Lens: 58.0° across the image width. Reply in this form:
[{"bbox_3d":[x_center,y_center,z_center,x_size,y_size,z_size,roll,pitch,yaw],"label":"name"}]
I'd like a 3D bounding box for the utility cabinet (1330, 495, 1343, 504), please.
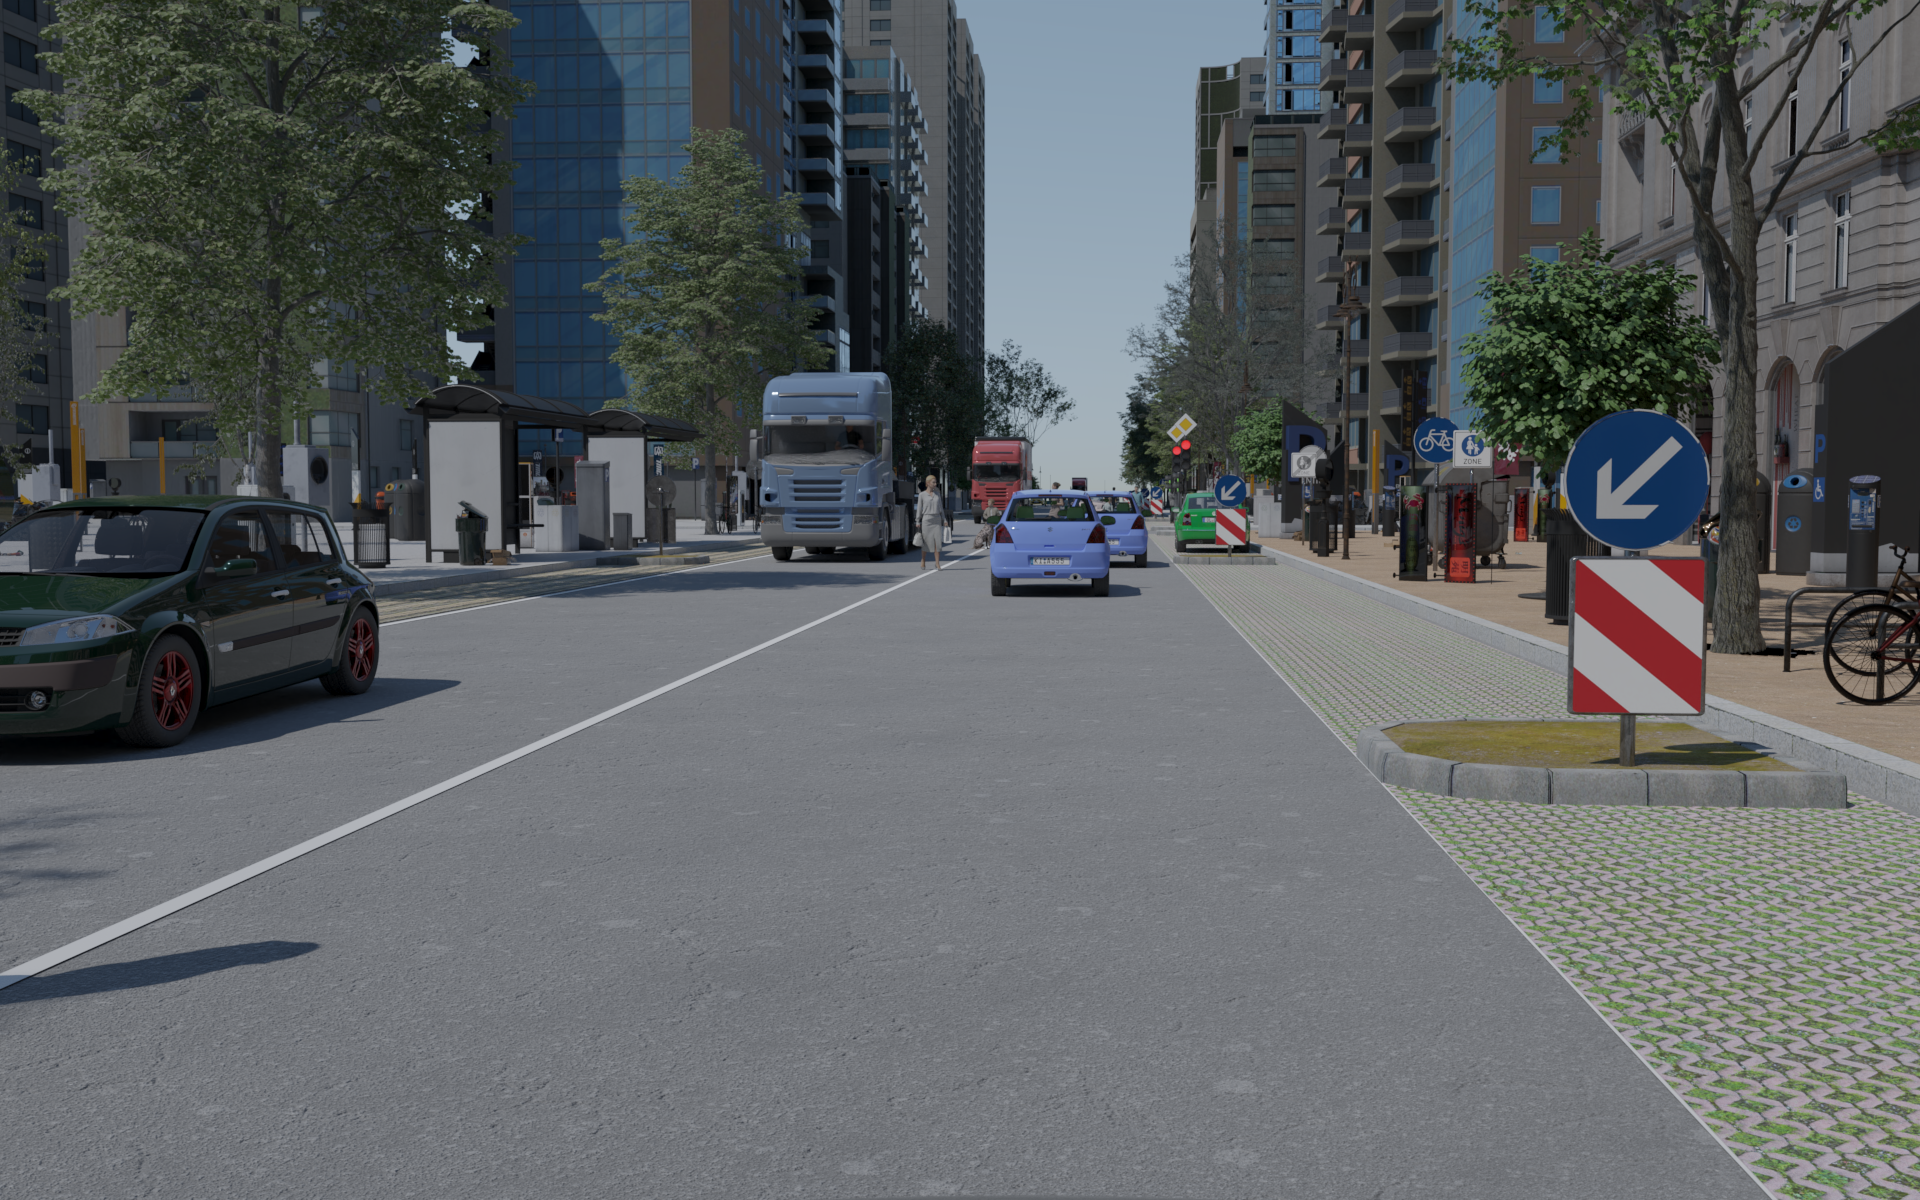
[{"bbox_3d":[17.910,-4.421,83.439,1.020,1.237,0.306,-1,4,-15],"label":"utility cabinet"}]

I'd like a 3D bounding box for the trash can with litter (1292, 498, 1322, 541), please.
[{"bbox_3d":[9.396,-2.184,47.103,0.624,1.170,1.055,-2,4,-24],"label":"trash can with litter"}]

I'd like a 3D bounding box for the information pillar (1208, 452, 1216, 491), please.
[{"bbox_3d":[13.799,-6.343,95.061,0.504,3.616,0.183,-1,4,-22],"label":"information pillar"}]

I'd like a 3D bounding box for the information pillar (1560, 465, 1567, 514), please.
[{"bbox_3d":[24.469,-4.796,69.774,0.504,3.616,0.183,2,4,30],"label":"information pillar"}]

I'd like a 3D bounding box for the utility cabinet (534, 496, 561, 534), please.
[{"bbox_3d":[-13.468,-2.766,56.390,0.306,1.237,1.020,2,4,30],"label":"utility cabinet"}]

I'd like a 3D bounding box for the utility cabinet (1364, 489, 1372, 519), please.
[{"bbox_3d":[18.774,-4.344,79.711,0.318,1.500,1.173,1,4,8],"label":"utility cabinet"}]

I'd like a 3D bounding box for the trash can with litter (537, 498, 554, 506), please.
[{"bbox_3d":[-11.606,-2.312,49.191,0.624,1.170,1.055,-2,4,-35],"label":"trash can with litter"}]

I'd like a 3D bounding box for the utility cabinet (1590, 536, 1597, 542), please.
[{"bbox_3d":[17.074,-2.180,46.804,0.306,1.237,1.020,3,5,42],"label":"utility cabinet"}]

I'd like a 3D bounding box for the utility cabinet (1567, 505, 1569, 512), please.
[{"bbox_3d":[19.554,-2.642,54.351,0.306,1.237,1.020,-3,4,-37],"label":"utility cabinet"}]

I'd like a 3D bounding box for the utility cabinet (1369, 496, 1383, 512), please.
[{"bbox_3d":[18.066,-3.871,74.452,1.020,1.237,0.306,-2,4,-29],"label":"utility cabinet"}]

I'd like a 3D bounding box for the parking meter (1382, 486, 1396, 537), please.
[{"bbox_3d":[12.934,-2.680,52.228,0.372,1.533,0.369,0,3,0],"label":"parking meter"}]

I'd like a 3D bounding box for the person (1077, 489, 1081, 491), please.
[{"bbox_3d":[9.293,-7.743,135.075,0.580,1.828,0.573,3,5,42],"label":"person"}]

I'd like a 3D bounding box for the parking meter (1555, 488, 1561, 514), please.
[{"bbox_3d":[24.444,-3.800,70.535,0.372,1.533,0.369,0,3,0],"label":"parking meter"}]

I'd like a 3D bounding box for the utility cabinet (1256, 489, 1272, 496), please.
[{"bbox_3d":[12.951,-3.980,73.750,0.318,1.500,1.173,2,4,28],"label":"utility cabinet"}]

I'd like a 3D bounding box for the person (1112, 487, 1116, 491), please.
[{"bbox_3d":[9.100,-5.795,103.028,0.659,1.850,0.755,2,4,33],"label":"person"}]

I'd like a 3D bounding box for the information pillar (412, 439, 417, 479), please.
[{"bbox_3d":[-23.184,-5.036,73.689,0.183,3.616,0.504,-2,4,-32],"label":"information pillar"}]

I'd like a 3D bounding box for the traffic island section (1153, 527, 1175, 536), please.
[{"bbox_3d":[7.849,-2.325,60.295,2.009,0.180,2.903,0,4,5],"label":"traffic island section"}]

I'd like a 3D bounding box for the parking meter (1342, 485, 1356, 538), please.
[{"bbox_3d":[11.290,-2.560,50.261,0.372,1.533,0.369,0,3,0],"label":"parking meter"}]

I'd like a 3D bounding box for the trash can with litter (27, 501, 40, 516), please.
[{"bbox_3d":[-19.864,-1.522,35.949,2.233,1.210,1.678,-3,5,-40],"label":"trash can with litter"}]

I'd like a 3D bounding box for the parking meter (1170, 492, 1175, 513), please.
[{"bbox_3d":[14.625,-6.777,119.222,0.372,1.533,0.369,0,3,0],"label":"parking meter"}]

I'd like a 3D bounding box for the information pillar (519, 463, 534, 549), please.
[{"bbox_3d":[-10.192,-2.213,40.680,0.304,2.012,0.304,0,4,-1],"label":"information pillar"}]

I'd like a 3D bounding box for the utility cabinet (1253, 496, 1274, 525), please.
[{"bbox_3d":[12.615,-3.679,71.317,1.020,1.237,0.306,1,4,15],"label":"utility cabinet"}]

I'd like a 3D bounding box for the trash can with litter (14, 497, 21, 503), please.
[{"bbox_3d":[-41.863,-3.992,76.654,1.055,1.170,0.624,1,4,21],"label":"trash can with litter"}]

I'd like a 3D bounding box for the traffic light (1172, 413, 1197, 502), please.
[{"bbox_3d":[7.810,-4.359,60.184,0.839,4.253,0.868,0,4,5],"label":"traffic light"}]

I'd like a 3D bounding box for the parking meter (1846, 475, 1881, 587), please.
[{"bbox_3d":[11.790,-0.868,22.606,0.372,1.533,0.369,0,3,0],"label":"parking meter"}]

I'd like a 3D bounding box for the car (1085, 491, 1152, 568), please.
[{"bbox_3d":[2.924,-1.554,35.006,1.945,1.707,3.694,0,4,5],"label":"car"}]

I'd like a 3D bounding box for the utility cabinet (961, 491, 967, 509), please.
[{"bbox_3d":[0.335,-8.254,143.637,0.318,1.500,1.173,-1,4,-13],"label":"utility cabinet"}]

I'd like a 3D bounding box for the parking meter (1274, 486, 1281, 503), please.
[{"bbox_3d":[9.749,-2.713,52.763,0.372,1.533,0.369,0,3,0],"label":"parking meter"}]

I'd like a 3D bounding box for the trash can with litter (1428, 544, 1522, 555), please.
[{"bbox_3d":[10.840,-1.589,37.043,2.233,1.210,1.678,1,4,23],"label":"trash can with litter"}]

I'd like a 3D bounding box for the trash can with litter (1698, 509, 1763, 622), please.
[{"bbox_3d":[7.585,-0.371,17.450,0.624,1.170,1.055,0,4,-7],"label":"trash can with litter"}]

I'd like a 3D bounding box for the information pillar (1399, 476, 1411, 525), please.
[{"bbox_3d":[18.231,-4.066,70.977,0.304,2.012,0.304,-2,4,-30],"label":"information pillar"}]

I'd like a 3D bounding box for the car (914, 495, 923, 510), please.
[{"bbox_3d":[-2.043,-4.267,81.761,2.014,1.417,4.499,0,4,5],"label":"car"}]

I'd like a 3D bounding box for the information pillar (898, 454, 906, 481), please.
[{"bbox_3d":[-3.378,-6.709,101.039,0.504,3.616,0.183,0,4,-7],"label":"information pillar"}]

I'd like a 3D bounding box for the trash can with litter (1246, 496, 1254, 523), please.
[{"bbox_3d":[12.692,-4.081,77.786,2.233,1.210,1.678,0,4,-7],"label":"trash can with litter"}]

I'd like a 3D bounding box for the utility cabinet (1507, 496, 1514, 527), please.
[{"bbox_3d":[21.339,-3.475,67.979,0.306,1.237,1.020,-1,4,-17],"label":"utility cabinet"}]

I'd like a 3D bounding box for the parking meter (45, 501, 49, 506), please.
[{"bbox_3d":[-42.478,-4.589,80.749,0.399,1.863,0.255,3,4,36],"label":"parking meter"}]

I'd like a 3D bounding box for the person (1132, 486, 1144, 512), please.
[{"bbox_3d":[8.659,-4.647,84.499,0.660,1.820,0.620,0,4,3],"label":"person"}]

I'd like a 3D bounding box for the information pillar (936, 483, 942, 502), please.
[{"bbox_3d":[-1.414,-6.859,116.644,0.304,2.012,0.304,3,5,44],"label":"information pillar"}]

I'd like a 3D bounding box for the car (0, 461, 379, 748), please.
[{"bbox_3d":[-5.208,-0.078,11.063,2.009,1.686,4.222,0,4,4],"label":"car"}]

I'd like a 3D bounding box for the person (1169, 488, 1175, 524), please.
[{"bbox_3d":[10.303,-4.583,83.617,0.473,1.802,0.592,1,4,10],"label":"person"}]

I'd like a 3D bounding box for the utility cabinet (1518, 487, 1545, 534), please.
[{"bbox_3d":[18.178,-2.830,54.956,1.173,1.500,0.318,-1,4,-18],"label":"utility cabinet"}]

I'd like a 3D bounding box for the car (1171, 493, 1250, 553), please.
[{"bbox_3d":[6.290,-2.117,43.405,1.959,1.807,4.718,0,4,6],"label":"car"}]

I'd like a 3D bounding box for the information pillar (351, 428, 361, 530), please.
[{"bbox_3d":[-21.333,-4.270,61.174,0.504,3.616,0.183,3,5,44],"label":"information pillar"}]

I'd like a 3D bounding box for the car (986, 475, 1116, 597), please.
[{"bbox_3d":[1.338,-0.976,25.555,1.945,1.707,3.694,0,4,3],"label":"car"}]

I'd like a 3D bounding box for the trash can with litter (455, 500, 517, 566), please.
[{"bbox_3d":[-8.530,-1.210,31.174,1.055,1.170,0.624,0,4,-2],"label":"trash can with litter"}]

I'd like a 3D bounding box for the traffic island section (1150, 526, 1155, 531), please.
[{"bbox_3d":[8.533,-2.812,68.251,2.009,0.180,2.903,0,4,5],"label":"traffic island section"}]

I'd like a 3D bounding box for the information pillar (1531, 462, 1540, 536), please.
[{"bbox_3d":[17.580,-3.756,52.771,0.183,3.616,0.504,0,4,7],"label":"information pillar"}]

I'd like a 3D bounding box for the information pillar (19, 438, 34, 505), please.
[{"bbox_3d":[-38.738,-4.927,71.908,0.504,3.616,0.183,-1,4,-11],"label":"information pillar"}]

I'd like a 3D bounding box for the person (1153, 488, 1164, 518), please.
[{"bbox_3d":[11.092,-5.380,96.639,0.728,1.800,0.709,-1,4,-18],"label":"person"}]

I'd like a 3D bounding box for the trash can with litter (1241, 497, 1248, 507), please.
[{"bbox_3d":[14.853,-4.910,91.672,0.624,1.170,1.055,-1,4,-9],"label":"trash can with litter"}]
